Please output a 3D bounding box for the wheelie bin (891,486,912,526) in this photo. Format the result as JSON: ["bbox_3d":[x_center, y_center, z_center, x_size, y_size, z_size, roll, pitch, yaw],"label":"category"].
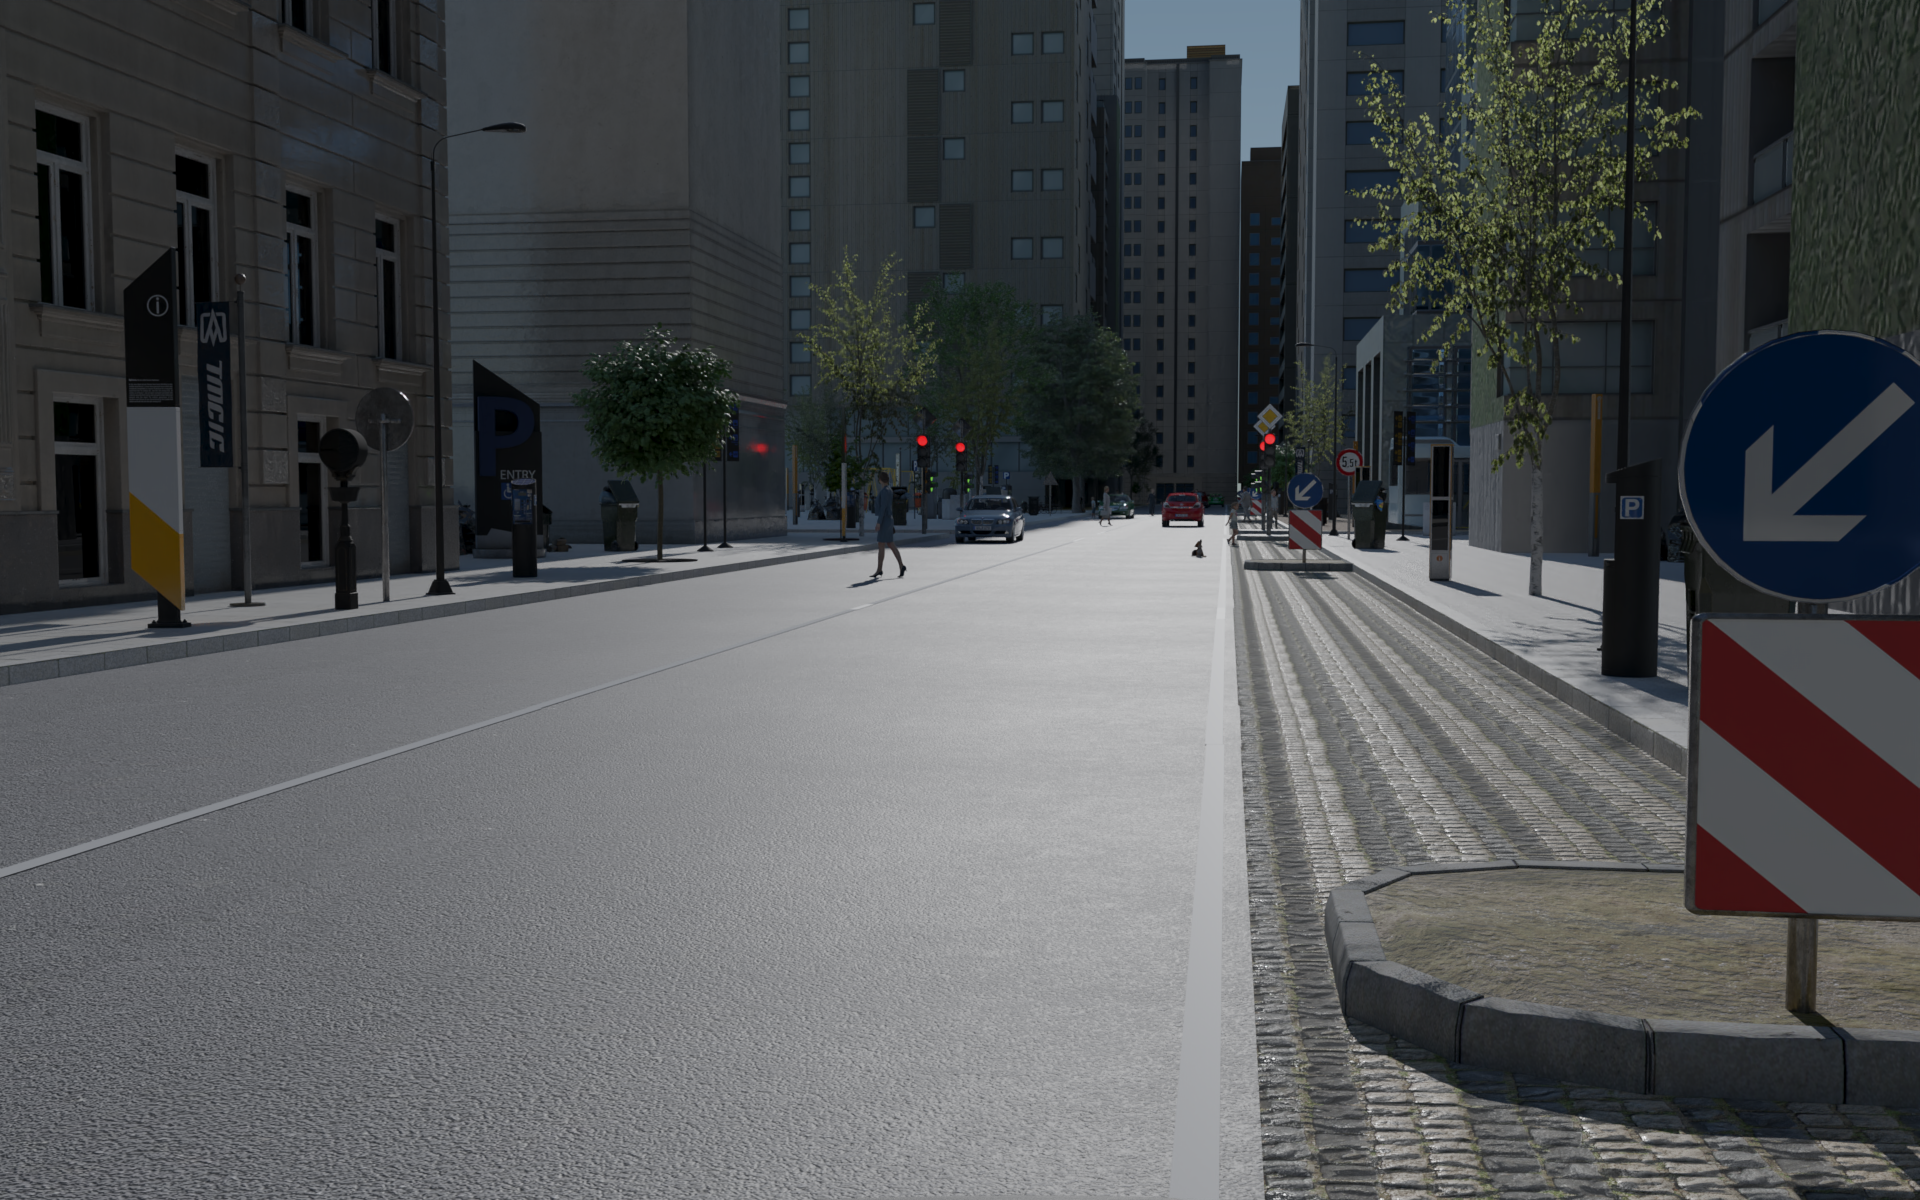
[{"bbox_3d":[-2.452,-3.833,70.577,0.980,1.594,0.693,0,4,-5],"label":"wheelie bin"}]

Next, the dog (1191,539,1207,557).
[{"bbox_3d":[5.505,-1.180,39.479,0.550,0.427,0.748,3,4,36],"label":"dog"}]

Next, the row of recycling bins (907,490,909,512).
[{"bbox_3d":[-4.109,-6.945,120.663,1.069,1.692,3.534,0,4,3],"label":"row of recycling bins"}]

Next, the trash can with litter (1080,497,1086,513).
[{"bbox_3d":[8.144,-6.529,118.138,0.624,1.170,1.055,2,4,29],"label":"trash can with litter"}]

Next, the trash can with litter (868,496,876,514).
[{"bbox_3d":[-5.448,-6.241,113.429,0.624,1.170,1.055,3,5,45],"label":"trash can with litter"}]

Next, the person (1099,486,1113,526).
[{"bbox_3d":[6.584,-4.246,78.279,0.624,1.780,0.694,1,4,19],"label":"person"}]

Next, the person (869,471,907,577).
[{"bbox_3d":[-1.246,-1.298,29.738,0.654,1.822,0.581,2,4,30],"label":"person"}]

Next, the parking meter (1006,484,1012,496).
[{"bbox_3d":[2.914,-5.962,103.190,0.255,1.863,0.399,-2,4,-24],"label":"parking meter"}]

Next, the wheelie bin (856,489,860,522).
[{"bbox_3d":[-4.728,-4.306,78.318,0.693,1.594,0.980,2,4,33],"label":"wheelie bin"}]

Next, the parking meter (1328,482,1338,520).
[{"bbox_3d":[18.564,-4.925,86.230,0.399,1.863,0.255,3,4,38],"label":"parking meter"}]

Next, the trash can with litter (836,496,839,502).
[{"bbox_3d":[-8.536,-7.056,126.424,2.233,1.210,1.678,2,4,25],"label":"trash can with litter"}]

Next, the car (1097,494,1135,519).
[{"bbox_3d":[9.133,-5.452,100.936,2.131,1.459,4.920,1,4,10],"label":"car"}]

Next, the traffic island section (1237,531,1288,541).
[{"bbox_3d":[9.638,-1.938,53.961,2.009,0.180,2.903,1,4,9],"label":"traffic island section"}]

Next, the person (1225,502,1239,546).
[{"bbox_3d":[7.588,-2.125,48.259,0.382,1.210,0.505,1,4,14],"label":"person"}]

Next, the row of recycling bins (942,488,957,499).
[{"bbox_3d":[-0.754,-6.784,118.033,1.069,1.692,3.534,0,4,-3],"label":"row of recycling bins"}]

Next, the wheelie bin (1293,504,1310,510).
[{"bbox_3d":[14.589,-4.033,73.851,0.693,1.594,0.980,-1,4,-10],"label":"wheelie bin"}]

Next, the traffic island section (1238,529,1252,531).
[{"bbox_3d":[10.855,-2.420,61.853,2.009,0.180,2.903,1,4,9],"label":"traffic island section"}]

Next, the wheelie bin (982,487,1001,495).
[{"bbox_3d":[1.404,-4.102,74.974,0.980,1.594,0.693,-1,4,-9],"label":"wheelie bin"}]

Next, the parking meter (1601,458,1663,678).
[{"bbox_3d":[4.738,-0.233,12.219,0.372,1.533,0.369,0,3,0],"label":"parking meter"}]

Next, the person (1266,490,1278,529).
[{"bbox_3d":[12.297,-3.528,67.990,0.589,1.601,0.330,-1,4,-22],"label":"person"}]

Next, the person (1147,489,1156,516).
[{"bbox_3d":[12.642,-6.434,114.125,0.576,1.772,0.534,-1,4,-18],"label":"person"}]

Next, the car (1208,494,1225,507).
[{"bbox_3d":[28.151,-11.106,190.374,1.959,1.807,4.718,1,4,9],"label":"car"}]

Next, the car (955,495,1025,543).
[{"bbox_3d":[0.938,-2.468,52.361,2.014,1.417,4.499,0,4,8],"label":"car"}]

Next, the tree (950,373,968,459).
[{"bbox_3d":[-1.672,-9.033,98.051,4.360,8.622,3.978,0,3,0],"label":"tree"}]

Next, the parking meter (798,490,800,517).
[{"bbox_3d":[-9.025,-5.341,95.728,0.372,1.533,0.369,0,3,0],"label":"parking meter"}]

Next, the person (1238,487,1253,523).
[{"bbox_3d":[14.001,-4.649,84.791,0.678,1.792,0.850,-3,5,-40],"label":"person"}]

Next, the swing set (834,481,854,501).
[{"bbox_3d":[-8.369,-8.691,139.712,3.119,2.851,2.862,1,4,19],"label":"swing set"}]

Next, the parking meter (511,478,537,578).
[{"bbox_3d":[-6.711,-1.117,26.678,0.372,1.533,0.369,0,3,0],"label":"parking meter"}]

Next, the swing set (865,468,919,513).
[{"bbox_3d":[-4.657,-7.283,116.692,3.119,2.851,2.862,-1,4,-22],"label":"swing set"}]

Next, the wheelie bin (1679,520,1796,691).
[{"bbox_3d":[4.935,-0.187,10.971,0.693,1.594,0.980,1,4,12],"label":"wheelie bin"}]

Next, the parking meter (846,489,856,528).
[{"bbox_3d":[-4.093,-3.460,64.986,0.372,1.533,0.369,0,3,0],"label":"parking meter"}]

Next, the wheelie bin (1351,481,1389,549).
[{"bbox_3d":[9.619,-2.005,40.685,0.693,1.594,0.980,-3,5,-40],"label":"wheelie bin"}]

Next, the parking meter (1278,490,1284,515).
[{"bbox_3d":[20.059,-6.101,108.163,0.372,1.533,0.369,0,3,0],"label":"parking meter"}]

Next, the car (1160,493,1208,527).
[{"bbox_3d":[9.947,-4.163,77.103,2.155,1.783,4.494,1,4,9],"label":"car"}]

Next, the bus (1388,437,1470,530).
[{"bbox_3d":[20.696,-3.718,55.650,13.247,3.499,2.948,0,4,7],"label":"bus"}]

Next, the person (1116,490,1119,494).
[{"bbox_3d":[12.457,-7.802,136.402,0.599,1.781,0.374,0,4,8],"label":"person"}]

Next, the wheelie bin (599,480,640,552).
[{"bbox_3d":[-7.669,-1.891,38.825,0.693,1.594,0.980,3,4,36],"label":"wheelie bin"}]

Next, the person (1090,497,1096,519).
[{"bbox_3d":[7.763,-5.370,100.980,0.332,1.250,0.352,-2,4,-27],"label":"person"}]

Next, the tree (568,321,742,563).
[{"bbox_3d":[-5.781,-3.006,32.862,4.285,4.588,4.351,0,3,0],"label":"tree"}]

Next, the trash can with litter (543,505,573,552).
[{"bbox_3d":[-9.162,-1.648,38.335,0.624,1.170,1.055,3,5,41],"label":"trash can with litter"}]

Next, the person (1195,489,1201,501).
[{"bbox_3d":[18.127,-7.541,131.813,0.660,1.820,0.620,3,4,38],"label":"person"}]

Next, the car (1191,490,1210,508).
[{"bbox_3d":[24.195,-10.224,175.830,2.281,1.827,5.304,1,4,9],"label":"car"}]

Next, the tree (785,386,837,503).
[{"bbox_3d":[-9.790,-10.126,115.914,4.737,8.622,4.395,0,3,0],"label":"tree"}]
